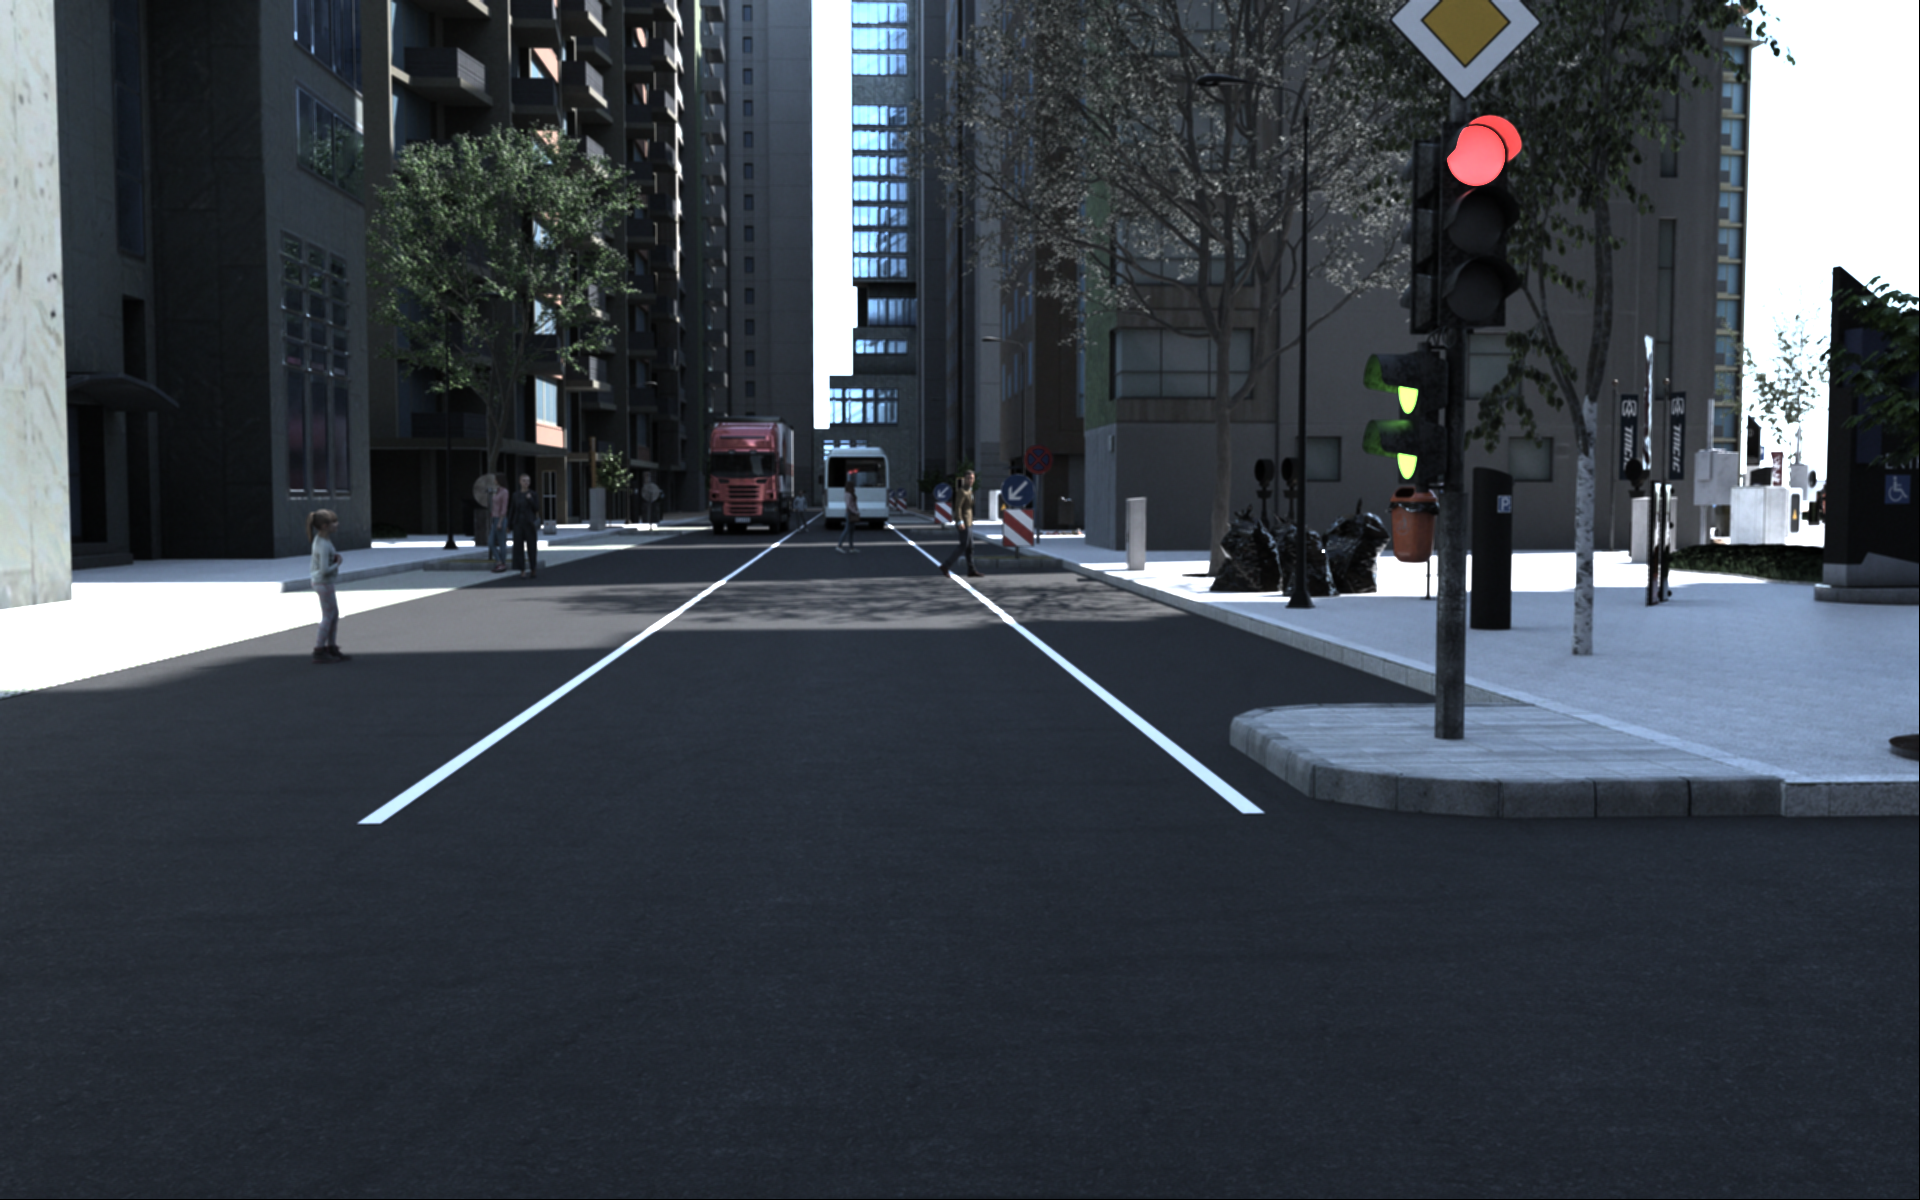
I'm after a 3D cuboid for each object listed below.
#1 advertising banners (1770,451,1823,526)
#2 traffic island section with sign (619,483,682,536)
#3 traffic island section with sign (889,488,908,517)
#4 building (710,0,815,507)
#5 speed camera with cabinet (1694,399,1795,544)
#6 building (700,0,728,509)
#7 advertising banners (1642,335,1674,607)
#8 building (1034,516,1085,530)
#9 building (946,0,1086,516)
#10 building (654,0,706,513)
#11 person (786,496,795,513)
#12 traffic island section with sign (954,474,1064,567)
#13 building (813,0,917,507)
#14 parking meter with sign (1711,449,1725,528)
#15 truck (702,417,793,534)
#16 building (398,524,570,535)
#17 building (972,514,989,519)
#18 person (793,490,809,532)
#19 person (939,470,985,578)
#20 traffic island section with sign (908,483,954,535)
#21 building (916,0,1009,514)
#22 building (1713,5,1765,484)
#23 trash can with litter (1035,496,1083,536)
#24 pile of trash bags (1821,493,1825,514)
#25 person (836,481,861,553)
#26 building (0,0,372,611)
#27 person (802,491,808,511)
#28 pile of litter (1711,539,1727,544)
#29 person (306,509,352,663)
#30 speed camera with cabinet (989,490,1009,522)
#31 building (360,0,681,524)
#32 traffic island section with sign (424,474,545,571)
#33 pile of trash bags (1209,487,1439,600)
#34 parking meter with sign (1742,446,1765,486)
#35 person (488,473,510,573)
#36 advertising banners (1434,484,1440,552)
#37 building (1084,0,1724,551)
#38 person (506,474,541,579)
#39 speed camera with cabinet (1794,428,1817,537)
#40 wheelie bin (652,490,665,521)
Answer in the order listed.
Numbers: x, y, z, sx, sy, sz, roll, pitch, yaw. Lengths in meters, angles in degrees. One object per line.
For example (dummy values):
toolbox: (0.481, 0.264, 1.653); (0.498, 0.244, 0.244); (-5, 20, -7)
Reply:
advertising banners: (33.913, -4.530, 70.261); (2.074, 3.025, 0.090); (1, 4, 10)
traffic island section with sign: (-10.749, -3.160, 60.299); (1.989, 1.847, 2.006); (0, 4, -4)
traffic island section with sign: (-3.870, -6.244, 110.711); (1.989, 1.847, 2.006); (0, 4, -4)
building: (-29.064, -38.827, 176.823); (28.212, 58.520, 21.231); (0, 4, -4)
speed camera with cabinet: (16.026, -2.522, 35.569); (0.660, 3.252, 2.038); (-1, 4, -18)
building: (-35.180, -32.105, 144.528); (30.456, 49.044, 23.786); (0, 4, -4)
advertising banners: (8.047, -1.456, 20.000); (0.090, 3.025, 2.074); (2, 4, 31)
building: (9.066, -25.500, 67.042); (14.600, 45.320, 14.200); (0, 4, -4)
building: (6.292, -28.965, 123.691); (14.600, 45.320, 14.200); (0, 4, -4)
building: (-25.271, -26.612, 118.707); (14.154, 41.232, 14.086); (0, 4, -4)
person: (-12.870, -7.535, 132.405); (0.721, 1.736, 1.217); (3, 5, 39)
traffic island section with sign: (0.981, -1.599, 34.766); (1.989, 1.847, 2.006); (0, 4, -4)
building: (0.430, -52.965, 178.657); (31.000, 86.520, 22.319); (0, 4, -4)
parking meter with sign: (28.751, -4.261, 65.931); (0.543, 3.016, 1.738); (2, 4, 27)
truck: (-7.766, -4.652, 64.977); (2.839, 4.237, 11.283); (0, 4, -3)
building: (-25.652, -25.143, 65.710); (22.147, 44.769, 28.867); (0, 4, -4)
building: (10.633, -34.272, 102.354); (21.231, 58.520, 28.212); (0, 4, -4)
person: (-6.060, -3.395, 65.819); (0.589, 1.601, 0.330); (-1, 4, -13)
person: (0.054, -1.306, 29.771); (0.836, 1.842, 0.656); (-1, 4, -17)
traffic island section with sign: (-0.749, -3.247, 61.720); (1.989, 1.847, 2.006); (0, 4, -4)
building: (6.845, -36.869, 144.813); (21.231, 58.520, 28.212); (0, 4, -4)
building: (53.732, -30.394, 151.560); (28.867, 44.769, 22.147); (0, 4, -4)
trash can with litter: (2.913, -2.628, 54.021); (2.233, 1.210, 1.678); (0, 4, 5)
pile of trash bags: (34.455, -3.443, 66.048); (1.912, 1.369, 3.447); (-2, 4, -28)
person: (-2.743, -2.031, 42.303); (0.643, 1.750, 0.593); (-1, 4, -12)
building: (-22.132, -43.413, 22.478); (22.319, 86.520, 31.000); (0, 4, -4)
person: (-13.554, -8.603, 149.952); (1.217, 1.735, 0.721); (3, 4, 39)
pile of litter: (18.640, -1.810, 43.567); (1.176, 0.858, 1.719); (1, 4, 14)
person: (-5.389, -0.123, 14.792); (0.394, 1.301, 0.425); (-3, 5, -39)
speed camera with cabinet: (2.350, -5.247, 80.124); (2.038, 3.252, 0.660); (-2, 4, -32)
building: (-27.669, -27.055, 96.968); (22.147, 44.769, 28.867); (0, 4, -4)
traffic island section with sign: (-9.007, -1.493, 33.039); (1.989, 1.847, 2.006); (0, 4, -4)
pile of trash bags: (4.781, -0.758, 22.143); (1.912, 1.369, 3.447); (-2, 4, -31)
parking meter with sign: (28.869, -4.098, 63.261); (0.543, 3.016, 1.738); (1, 4, 12)
person: (-8.389, -1.405, 31.488); (0.388, 1.821, 0.555); (-3, 4, -39)
advertising banners: (10.474, -2.530, 37.548); (0.090, 3.025, 2.074); (0, 4, -2)
building: (10.078, -22.109, 45.085); (14.154, 41.232, 14.086); (0, 4, -4)
person: (-7.423, -1.258, 29.494); (0.576, 1.772, 0.534); (-1, 4, -18)
speed camera with cabinet: (24.899, -3.509, 51.701); (2.038, 3.252, 0.660); (-3, 5, -43)
wheelie bin: (-14.583, -4.606, 83.222); (0.693, 1.594, 0.980); (0, 4, 7)
